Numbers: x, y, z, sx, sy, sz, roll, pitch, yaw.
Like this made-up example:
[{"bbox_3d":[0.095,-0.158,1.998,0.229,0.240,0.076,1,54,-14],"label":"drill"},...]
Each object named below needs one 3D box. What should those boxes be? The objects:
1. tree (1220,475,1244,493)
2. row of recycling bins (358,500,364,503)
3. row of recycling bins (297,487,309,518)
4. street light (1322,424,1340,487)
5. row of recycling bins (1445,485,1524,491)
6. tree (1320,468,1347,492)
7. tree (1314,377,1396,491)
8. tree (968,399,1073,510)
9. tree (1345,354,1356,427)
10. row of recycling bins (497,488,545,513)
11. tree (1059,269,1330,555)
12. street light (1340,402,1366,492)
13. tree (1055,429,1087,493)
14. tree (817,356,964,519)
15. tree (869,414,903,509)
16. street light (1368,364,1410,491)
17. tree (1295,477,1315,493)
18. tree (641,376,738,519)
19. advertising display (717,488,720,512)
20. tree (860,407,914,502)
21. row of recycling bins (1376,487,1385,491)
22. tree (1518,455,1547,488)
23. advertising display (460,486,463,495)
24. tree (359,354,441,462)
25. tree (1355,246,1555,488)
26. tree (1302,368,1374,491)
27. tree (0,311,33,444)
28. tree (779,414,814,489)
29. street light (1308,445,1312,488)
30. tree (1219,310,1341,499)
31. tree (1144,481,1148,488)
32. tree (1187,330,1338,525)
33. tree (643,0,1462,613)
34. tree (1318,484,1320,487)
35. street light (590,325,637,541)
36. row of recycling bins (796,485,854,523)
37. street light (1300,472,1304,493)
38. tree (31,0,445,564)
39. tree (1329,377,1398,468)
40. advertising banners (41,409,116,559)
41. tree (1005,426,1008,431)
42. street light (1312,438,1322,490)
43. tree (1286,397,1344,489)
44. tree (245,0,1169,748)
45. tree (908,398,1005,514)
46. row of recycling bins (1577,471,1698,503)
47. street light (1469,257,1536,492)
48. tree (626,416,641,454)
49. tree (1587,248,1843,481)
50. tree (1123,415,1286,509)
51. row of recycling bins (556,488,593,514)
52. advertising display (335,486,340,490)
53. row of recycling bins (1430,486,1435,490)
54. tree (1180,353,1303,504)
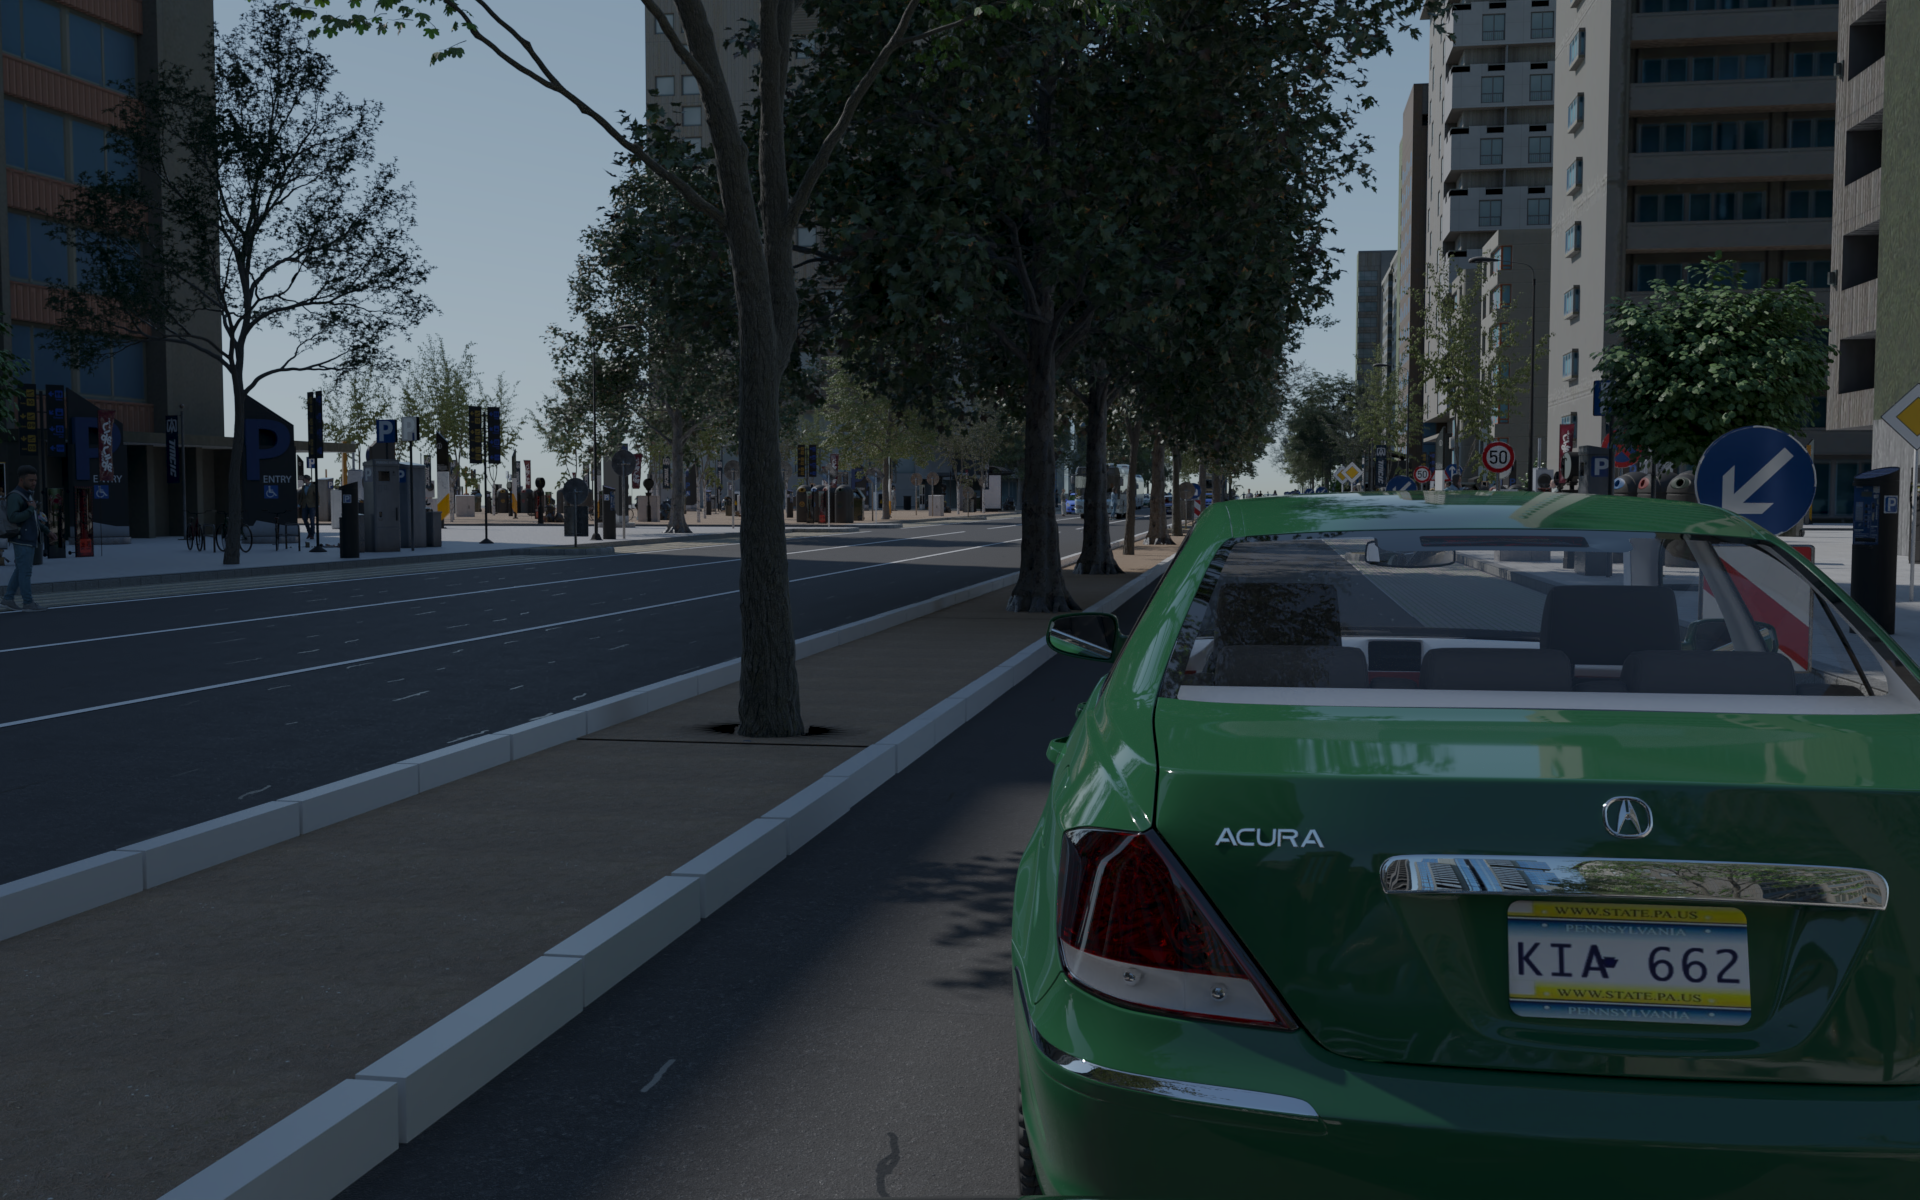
[{"bbox_3d":[16.068,-9.472,107.690,4.360,8.622,3.978,0,3,0],"label":"tree"},{"bbox_3d":[-34.298,-5.726,100.735,1.069,1.692,3.534,0,4,-8],"label":"row of recycling bins"},{"bbox_3d":[-35.723,-5.144,91.214,1.069,1.692,3.534,2,4,34],"label":"row of recycling bins"},{"bbox_3d":[25.043,-8.742,115.473,1.470,5.913,1.316,1,4,10],"label":"street light"},{"bbox_3d":[23.530,-4.283,77.142,1.069,1.692,3.534,-3,5,-42],"label":"row of recycling bins"},{"bbox_3d":[27.506,-8.007,125.521,1.663,3.219,1.824,0,3,0],"label":"tree"},{"bbox_3d":[24.263,-9.481,105.371,4.360,8.622,3.978,0,3,0],"label":"tree"},{"bbox_3d":[4.759,-14.162,138.210,9.857,13.997,8.962,0,3,0],"label":"tree"},{"bbox_3d":[20.549,-8.124,83.185,4.737,8.622,4.395,0,3,0],"label":"tree"},{"bbox_3d":[-29.444,-6.668,116.142,3.534,1.692,1.069,1,4,17],"label":"row of recycling bins"},{"bbox_3d":[3.865,-6.301,39.890,8.767,10.594,7.601,1,4,10],"label":"tree"},{"bbox_3d":[19.992,-6.998,86.957,1.470,5.913,1.316,1,4,10],"label":"street light"},{"bbox_3d":[10.874,-13.209,166.336,4.360,8.622,3.978,0,3,0],"label":"tree"},{"bbox_3d":[-3.353,-10.369,87.668,7.486,12.596,7.792,0,3,0],"label":"tree"},{"bbox_3d":[-5.801,-12.047,147.325,4.360,8.622,3.978,0,3,0],"label":"tree"},{"bbox_3d":[15.383,-5.451,61.666,1.470,5.913,1.316,1,4,10],"label":"street light"},{"bbox_3d":[57.354,-20.731,289.312,4.737,8.622,4.395,0,3,0],"label":"tree"},{"bbox_3d":[-13.546,-8.567,90.426,4.360,8.622,3.978,0,3,0],"label":"tree"},{"bbox_3d":[-17.821,-7.497,127.784,0.123,1.923,0.974,0,4,-2],"label":"advertising display"},{"bbox_3d":[-5.380,-10.898,128.537,4.737,8.622,4.395,0,3,0],"label":"tree"},{"bbox_3d":[34.962,-8.253,142.050,3.534,1.692,1.069,1,4,8],"label":"row of recycling bins"},{"bbox_3d":[27.861,-5.468,84.000,1.663,3.219,1.824,0,3,0],"label":"tree"},{"bbox_3d":[-40.874,-8.338,141.538,0.974,1.923,0.123,3,5,45],"label":"advertising display"},{"bbox_3d":[-29.014,-8.566,90.422,4.360,8.622,3.978,0,3,0],"label":"tree"},{"bbox_3d":[15.226,-6.209,51.887,4.737,8.622,4.395,0,3,0],"label":"tree"},{"bbox_3d":[37.296,-16.422,175.157,9.857,13.997,8.962,0,3,0],"label":"tree"},{"bbox_3d":[-14.786,-2.470,24.102,4.285,4.588,4.351,0,3,0],"label":"tree"},{"bbox_3d":[-12.245,-10.357,119.705,4.360,8.622,3.978,0,3,0],"label":"tree"},{"bbox_3d":[33.380,-11.594,162.106,1.470,5.913,1.316,1,4,10],"label":"street light"},{"bbox_3d":[18.501,-15.735,115.610,12.611,20.169,13.585,0,3,0],"label":"tree"},{"bbox_3d":[25.397,-16.237,249.195,4.285,4.588,4.351,0,3,0],"label":"tree"},{"bbox_3d":[11.061,-10.181,79.278,12.009,13.543,11.850,0,3,0],"label":"tree"},{"bbox_3d":[0.966,-6.194,20.732,9.611,12.733,9.660,0,3,0],"label":"tree"},{"bbox_3d":[38.489,-11.495,182.551,1.663,3.219,1.824,0,3,0],"label":"tree"},{"bbox_3d":[-9.549,-4.598,47.726,1.470,5.913,1.316,1,4,10],"label":"street light"},{"bbox_3d":[-6.033,-4.298,77.391,1.069,1.692,3.534,-3,5,-45],"label":"row of recycling bins"},{"bbox_3d":[38.266,-13.302,190.031,1.470,5.913,1.316,1,4,10],"label":"street light"},{"bbox_3d":[-12.975,-5.931,31.391,7.601,10.594,8.767,-1,4,-14],"label":"tree"},{"bbox_3d":[30.810,-12.484,138.530,8.767,10.594,7.601,1,4,17],"label":"tree"},{"bbox_3d":[-17.825,-2.382,35.132,0.090,3.025,2.074,1,4,14],"label":"advertising banners"},{"bbox_3d":[1.512,-10.168,116.602,4.360,8.622,3.978,0,3,0],"label":"tree"},{"bbox_3d":[30.123,-10.449,143.390,1.470,5.913,1.316,1,4,10],"label":"street light"},{"bbox_3d":[41.463,-17.309,201.136,7.486,12.596,7.792,0,3,0],"label":"tree"},{"bbox_3d":[-1.216,-5.008,10.102,9.928,11.665,9.643,0,3,0],"label":"tree"},{"bbox_3d":[-0.265,-9.708,109.084,4.360,8.622,3.978,0,3,0],"label":"tree"},{"bbox_3d":[12.556,-1.506,31.737,1.069,1.692,3.534,-1,4,-14],"label":"row of recycling bins"},{"bbox_3d":[10.649,-3.757,33.966,1.470,5.913,1.316,1,4,10],"label":"street light"},{"bbox_3d":[-23.249,-11.038,130.840,4.360,8.622,3.978,0,3,0],"label":"tree"},{"bbox_3d":[10.020,-2.417,23.230,4.285,4.588,4.351,0,3,0],"label":"tree"},{"bbox_3d":[12.784,-10.370,90.127,7.486,12.596,7.792,0,3,0],"label":"tree"},{"bbox_3d":[-25.285,-6.512,113.585,3.534,1.692,1.069,3,5,43],"label":"row of recycling bins"},{"bbox_3d":[-48.289,-7.951,135.207,0.974,1.923,0.123,-2,4,-35],"label":"advertising display"},{"bbox_3d":[24.762,-4.936,87.824,1.069,1.692,3.534,0,4,-8],"label":"row of recycling bins"},{"bbox_3d":[14.779,-11.629,99.252,9.857,13.997,8.962,0,3,0],"label":"tree"}]
